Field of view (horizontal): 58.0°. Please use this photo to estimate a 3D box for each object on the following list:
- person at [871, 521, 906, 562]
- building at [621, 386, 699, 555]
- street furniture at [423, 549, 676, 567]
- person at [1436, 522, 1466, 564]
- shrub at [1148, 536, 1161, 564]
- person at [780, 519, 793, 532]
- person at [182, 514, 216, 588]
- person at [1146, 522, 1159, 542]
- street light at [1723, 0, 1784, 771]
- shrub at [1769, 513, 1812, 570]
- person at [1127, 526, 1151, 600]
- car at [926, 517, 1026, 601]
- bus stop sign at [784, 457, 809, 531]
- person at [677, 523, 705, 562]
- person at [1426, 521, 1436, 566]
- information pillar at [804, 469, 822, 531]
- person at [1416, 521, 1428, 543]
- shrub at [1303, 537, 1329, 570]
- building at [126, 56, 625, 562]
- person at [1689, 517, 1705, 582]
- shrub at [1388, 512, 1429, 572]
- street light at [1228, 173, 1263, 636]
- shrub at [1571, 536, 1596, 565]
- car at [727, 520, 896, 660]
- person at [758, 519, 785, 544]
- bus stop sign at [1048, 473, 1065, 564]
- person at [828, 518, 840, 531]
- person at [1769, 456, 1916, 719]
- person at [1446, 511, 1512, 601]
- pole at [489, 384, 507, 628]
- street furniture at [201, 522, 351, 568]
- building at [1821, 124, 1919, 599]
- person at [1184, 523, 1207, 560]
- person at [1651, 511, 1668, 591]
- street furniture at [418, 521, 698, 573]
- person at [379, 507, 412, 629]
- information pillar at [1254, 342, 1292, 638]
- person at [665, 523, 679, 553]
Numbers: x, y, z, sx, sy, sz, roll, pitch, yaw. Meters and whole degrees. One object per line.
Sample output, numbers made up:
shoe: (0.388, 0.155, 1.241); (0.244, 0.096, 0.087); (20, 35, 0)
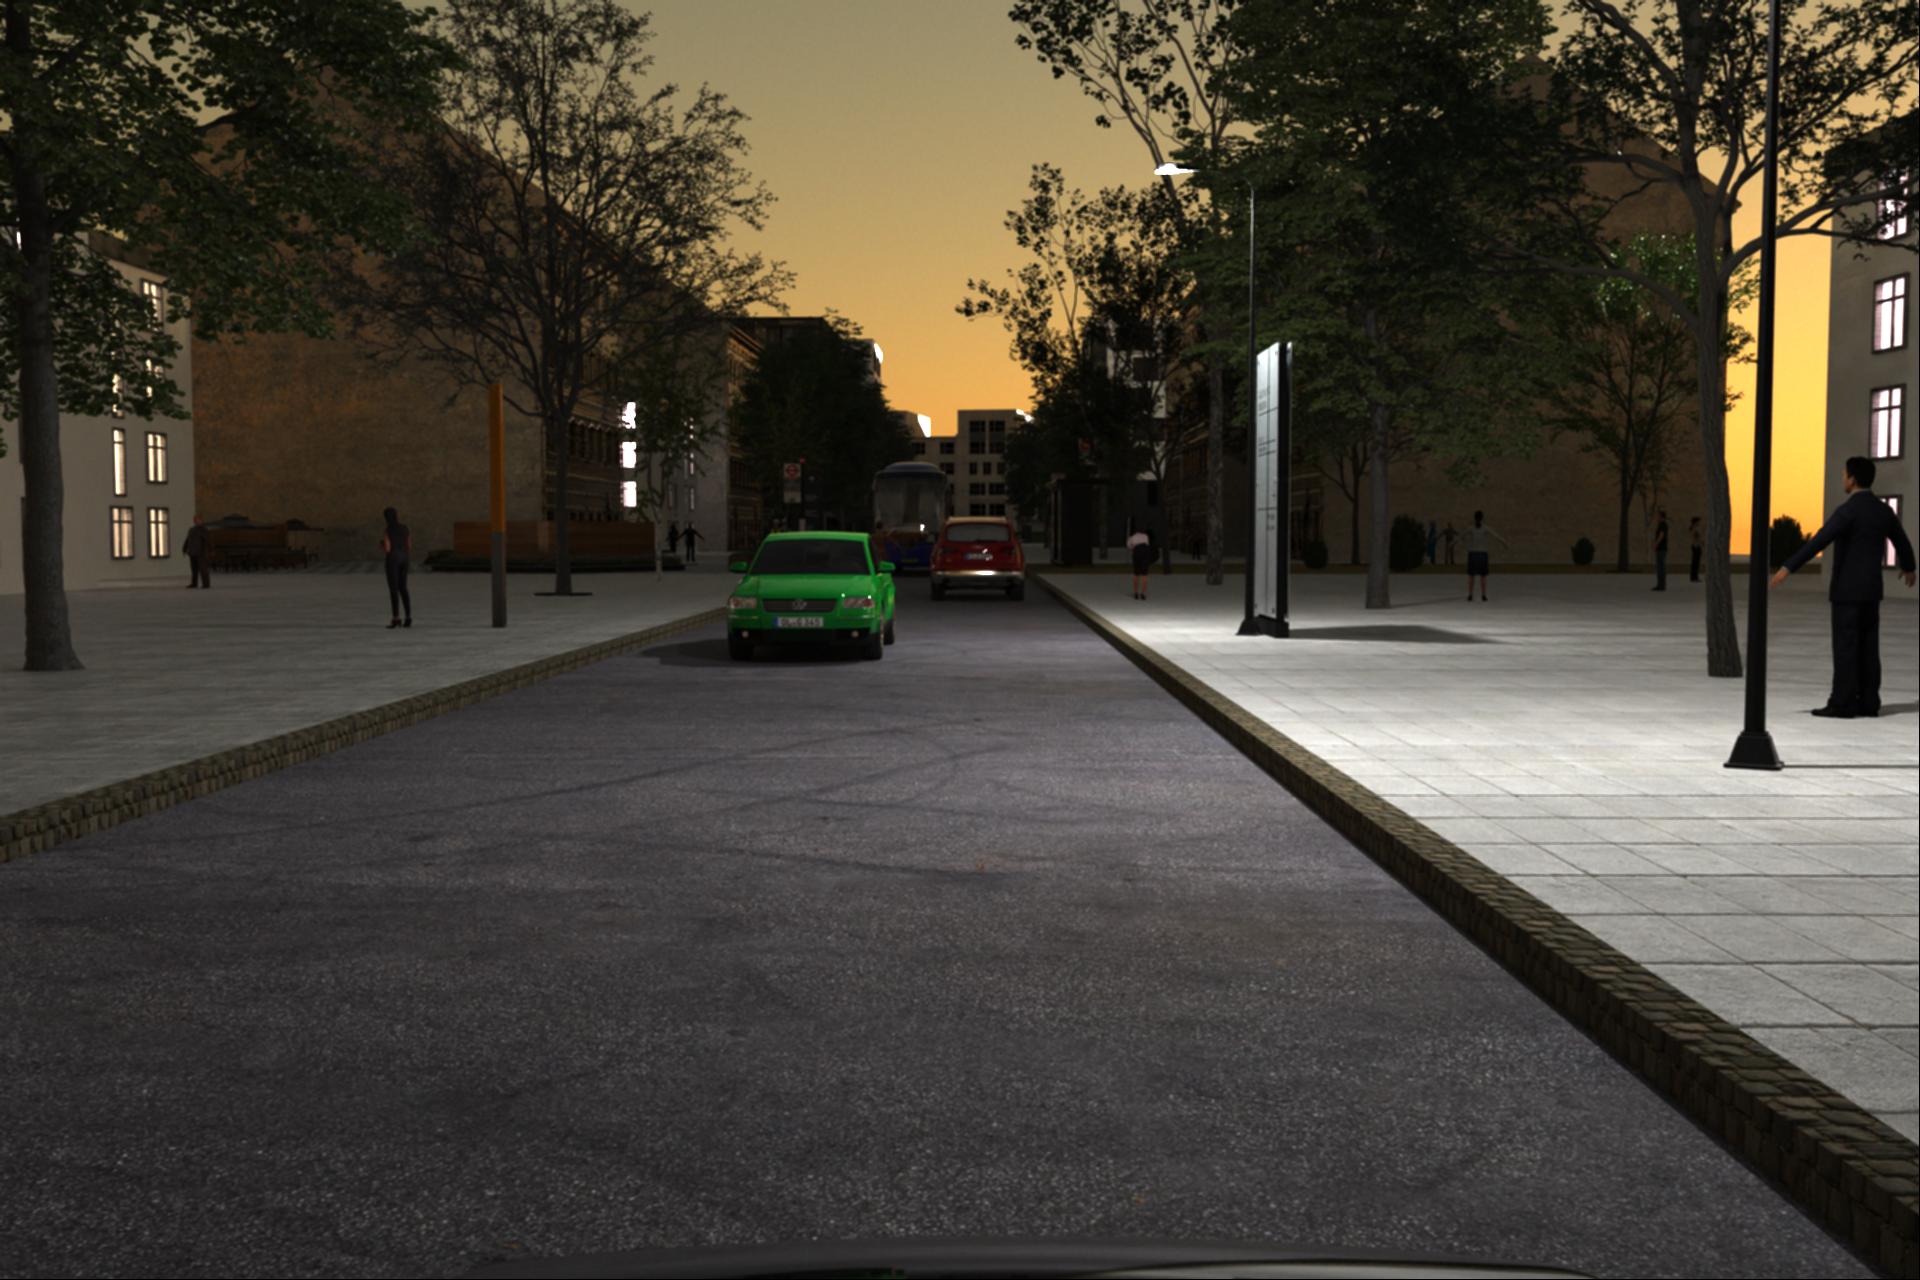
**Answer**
person: (-1.853, -1.868, 39.807); (1.217, 1.733, 0.721); (0, 4, -4)
building: (-21.426, -10.399, 112.173); (9.099, 9.664, 28.070); (0, 4, 0)
street furniture: (-16.239, -3.336, 70.171); (10.072, 0.657, 5.734); (0, 4, 1)
person: (20.810, -4.115, 73.548); (1.348, 1.796, 0.705); (0, 4, -4)
shrub: (8.126, -3.860, 74.222); (1.383, 1.207, 1.383); (0, 3, 0)
person: (-6.466, -3.542, 63.772); (1.347, 1.847, 0.705); (0, 4, -2)
person: (-18.103, -2.112, 41.123); (0.990, 1.755, 0.434); (2, 4, 26)
person: (8.960, -4.614, 81.370); (0.705, 1.837, 1.347); (2, 4, 30)
street light: (4.922, -2.252, 9.363); (1.470, 5.913, 1.316); (0, 4, 1)
shrub: (29.148, -3.471, 61.172); (1.690, 2.028, 1.600); (0, 3, 0)
person: (3.534, -1.509, 33.908); (0.628, 1.438, 0.799); (-2, 4, -31)
car: (0.366, -1.845, 38.840); (2.281, 1.827, 5.304); (0, 4, 0)
bus stop sign: (-5.656, -4.355, 59.902); (0.855, 3.939, 0.416); (0, 4, 2)
person: (-12.531, -4.546, 80.558); (1.346, 1.802, 0.704); (-1, 4, -19)
person: (19.019, -3.897, 69.846); (0.704, 1.817, 1.347); (1, 4, 11)
information pillar: (-5.893, -4.898, 69.464); (0.750, 3.857, 0.750); (0, 4, 2)
person: (20.571, -4.386, 77.475); (0.705, 1.858, 1.354); (2, 4, 35)
shrub: (12.888, -3.151, 62.639); (1.383, 1.207, 1.383); (0, 3, 0)
building: (-27.984, -15.644, 86.710); (19.493, 23.208, 18.063); (0, 4, 0)
person: (19.845, -2.428, 46.507); (0.721, 1.737, 1.217); (2, 4, 33)
shrub: (14.985, -3.310, 58.535); (1.690, 2.028, 1.600); (0, 3, 0)
street light: (4.215, -3.013, 21.807); (1.470, 5.913, 1.316); (0, 4, 0)
shrub: (25.547, -3.661, 70.978); (1.383, 1.207, 1.383); (0, 3, 0)
car: (-1.742, -0.756, 21.156); (1.959, 1.807, 4.718); (0, 4, 0)
person: (-5.969, -3.029, 55.990); (1.216, 1.772, 0.721); (1, 4, 17)
bus stop sign: (4.251, -5.268, 75.140); (0.837, 3.901, 0.837); (0, 4, 0)
person: (-4.402, -3.282, 59.799); (0.704, 1.843, 1.345); (3, 4, 37)
person: (6.261, -0.373, 12.147); (1.345, 1.823, 0.704); (-1, 4, -22)
person: (9.963, -1.619, 33.294); (1.217, 1.735, 0.721); (1, 4, 19)
pole: (-6.325, -1.826, 23.694); (0.158, 3.312, 0.155); (0, 3, 0)
street furniture: (-30.571, -3.822, 69.338); (11.010, 1.723, 9.812); (-2, 4, -25)
building: (23.316, -5.014, 24.127); (9.099, 9.664, 28.070); (0, 4, 1)
person: (11.808, -4.911, 86.427); (1.348, 1.813, 0.705); (1, 4, 18)
person: (15.900, -2.027, 39.357); (0.705, 1.803, 1.348); (2, 4, 27)
street furniture: (-14.121, -3.207, 59.286); (11.010, 1.723, 9.812); (2, 4, 31)
person: (-7.702, -0.985, 23.620); (0.415, 1.643, 0.593); (-1, 4, -9)
information pillar: (3.971, -1.878, 22.018); (0.184, 3.620, 1.656); (0, 4, 1)
person: (-14.507, -4.994, 87.427); (0.705, 1.856, 1.354); (-2, 4, -34)
